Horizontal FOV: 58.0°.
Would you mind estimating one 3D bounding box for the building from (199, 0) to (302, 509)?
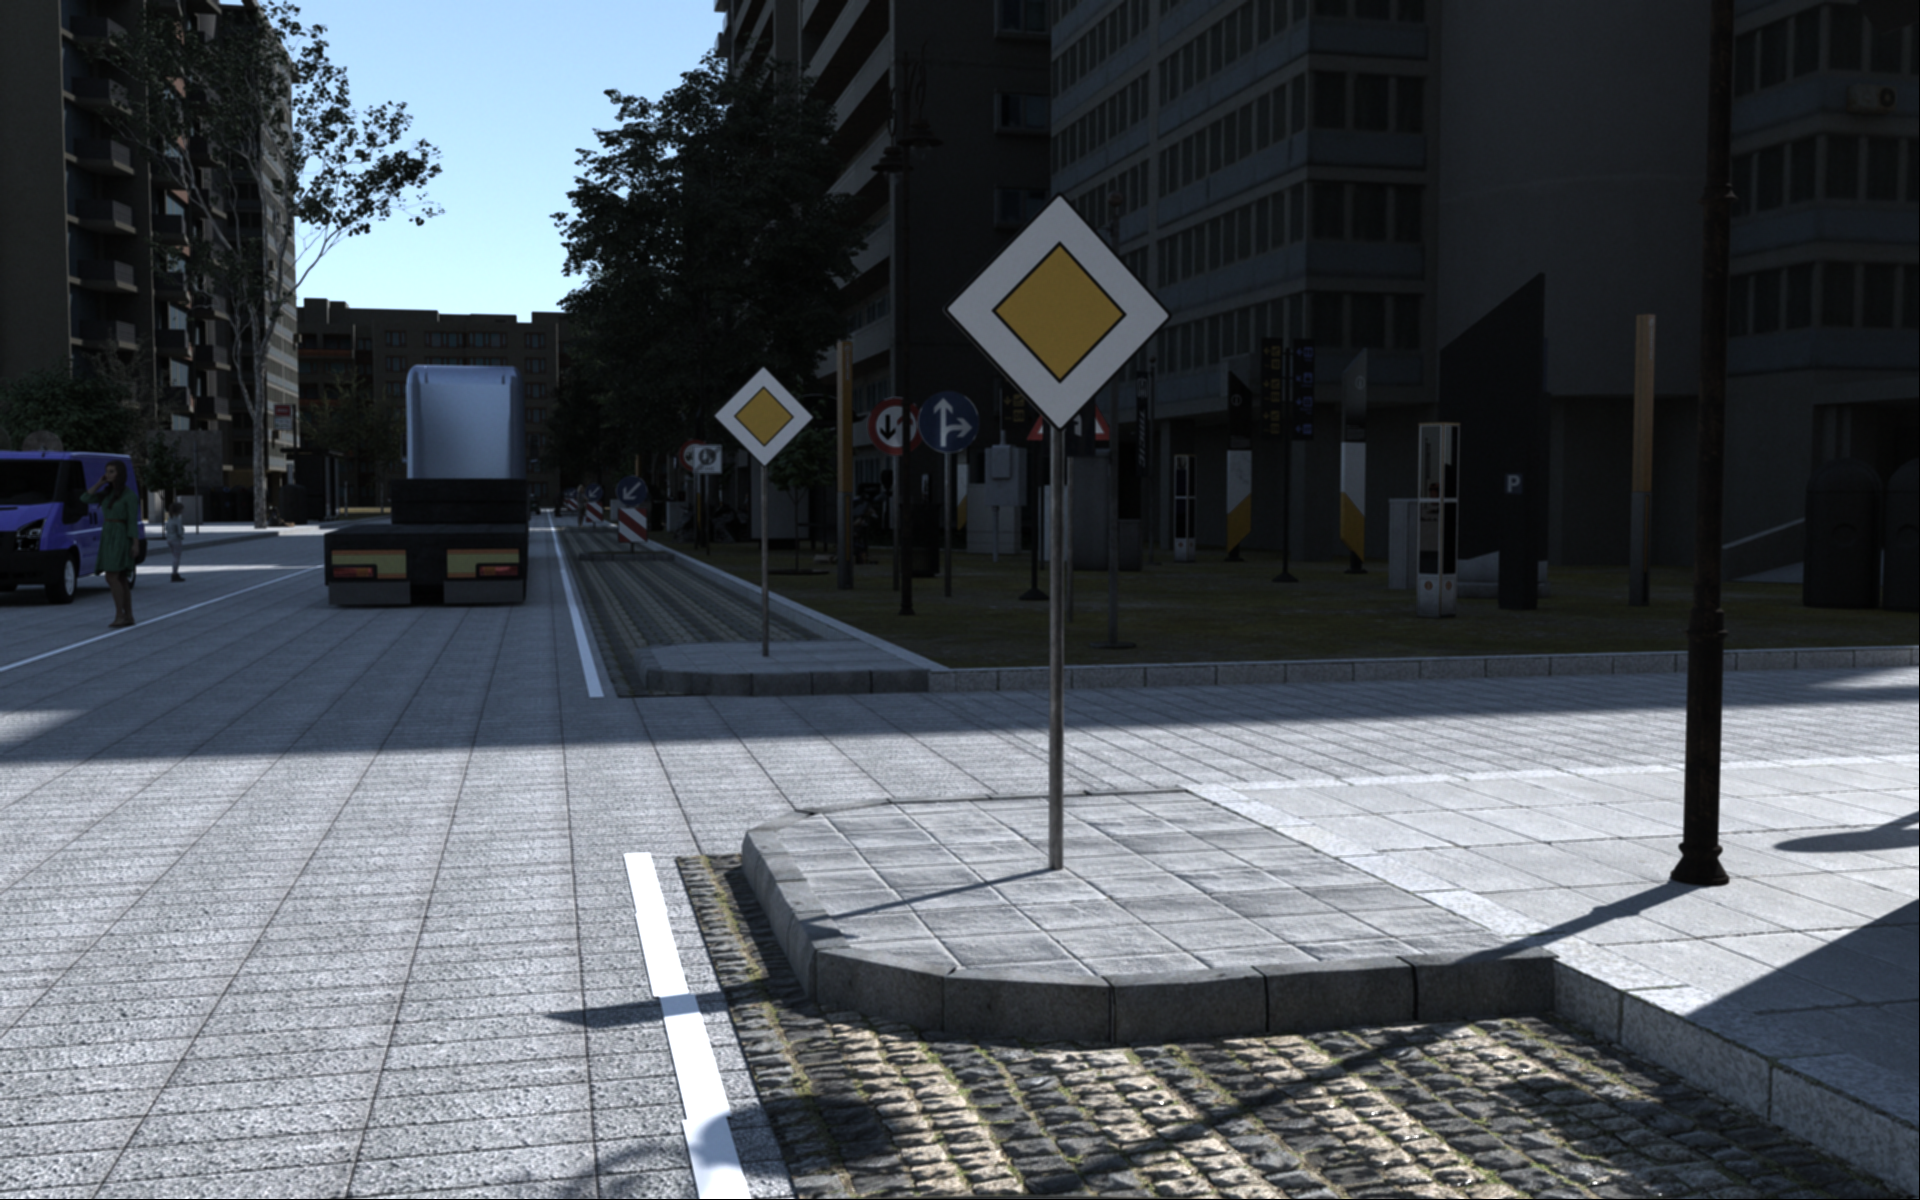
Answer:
[{"bbox_3d":[-62.608,-26.728,128.885,23.993,40.220,32.217,-1,4,-13],"label":"building"}]

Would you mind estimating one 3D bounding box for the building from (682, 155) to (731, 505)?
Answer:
[{"bbox_3d":[-17.046,-23.134,149.944,14.160,30.474,14.107,-1,4,-13],"label":"building"}]

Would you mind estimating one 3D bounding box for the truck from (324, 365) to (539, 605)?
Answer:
[{"bbox_3d":[-8.949,-2.505,30.708,2.967,4.110,18.799,-1,4,-14],"label":"truck"}]

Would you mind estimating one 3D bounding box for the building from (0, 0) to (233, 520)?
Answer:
[{"bbox_3d":[-52.969,-26.858,93.759,22.147,44.769,28.867,-1,4,-13],"label":"building"}]

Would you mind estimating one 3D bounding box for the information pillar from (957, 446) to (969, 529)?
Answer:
[{"bbox_3d":[0.083,-3.478,48.223,0.183,3.616,0.504,-2,4,-35],"label":"information pillar"}]

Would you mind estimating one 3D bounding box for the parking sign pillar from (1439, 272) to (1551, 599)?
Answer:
[{"bbox_3d":[6.693,-2.034,21.725,1.447,3.967,1.447,3,5,41],"label":"parking sign pillar"}]

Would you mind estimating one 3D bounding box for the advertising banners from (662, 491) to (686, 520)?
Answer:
[{"bbox_3d":[-13.659,-5.440,85.137,2.074,3.025,0.090,-1,4,-10],"label":"advertising banners"}]

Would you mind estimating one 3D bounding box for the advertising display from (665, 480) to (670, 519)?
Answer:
[{"bbox_3d":[-13.399,-4.536,79.381,0.123,1.923,0.974,0,4,-1],"label":"advertising display"}]

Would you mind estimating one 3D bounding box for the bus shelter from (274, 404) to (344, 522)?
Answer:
[{"bbox_3d":[-30.134,-6.269,80.125,2.179,5.291,8.768,-1,4,-14],"label":"bus shelter"}]

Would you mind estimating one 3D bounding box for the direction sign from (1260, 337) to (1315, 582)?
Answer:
[{"bbox_3d":[4.761,-2.034,25.250,0.876,3.537,0.379,-1,4,-20],"label":"direction sign"}]

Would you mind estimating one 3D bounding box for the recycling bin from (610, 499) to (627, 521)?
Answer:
[{"bbox_3d":[-16.080,-4.223,81.599,0.722,1.027,0.722,0,4,-7],"label":"recycling bin"}]

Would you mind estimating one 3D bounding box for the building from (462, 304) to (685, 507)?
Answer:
[{"bbox_3d":[-38.528,-21.101,190.044,28.899,21.520,27.650,-1,4,-13],"label":"building"}]

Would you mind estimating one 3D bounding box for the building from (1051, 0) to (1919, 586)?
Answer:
[{"bbox_3d":[16.048,-21.276,39.742,23.993,40.220,32.217,-1,4,-13],"label":"building"}]

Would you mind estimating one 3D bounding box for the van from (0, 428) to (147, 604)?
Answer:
[{"bbox_3d":[-12.917,-1.204,24.063,2.240,2.365,5.245,-1,4,-13],"label":"van"}]

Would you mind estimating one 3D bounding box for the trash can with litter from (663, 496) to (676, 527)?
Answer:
[{"bbox_3d":[-11.688,-3.459,67.616,1.678,1.210,2.233,3,5,45],"label":"trash can with litter"}]

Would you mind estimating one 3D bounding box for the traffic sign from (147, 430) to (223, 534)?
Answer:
[{"bbox_3d":[-24.632,-3.744,55.083,2.265,3.308,0.079,0,4,-7],"label":"traffic sign"}]

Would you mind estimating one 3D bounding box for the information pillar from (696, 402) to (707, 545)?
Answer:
[{"bbox_3d":[-6.567,-3.211,43.859,0.183,3.616,0.504,1,4,9],"label":"information pillar"}]

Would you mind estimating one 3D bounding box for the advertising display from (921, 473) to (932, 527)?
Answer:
[{"bbox_3d":[-1.018,-2.925,53.044,0.123,1.923,0.974,-1,4,-14],"label":"advertising display"}]

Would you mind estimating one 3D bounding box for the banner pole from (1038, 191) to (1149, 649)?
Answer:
[{"bbox_3d":[1.059,-1.488,14.351,0.863,3.779,0.401,-1,4,-16],"label":"banner pole"}]

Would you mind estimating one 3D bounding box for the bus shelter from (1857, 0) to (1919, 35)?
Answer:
[{"bbox_3d":[4.489,-0.564,3.153,2.014,3.302,5.546,-1,4,-13],"label":"bus shelter"}]

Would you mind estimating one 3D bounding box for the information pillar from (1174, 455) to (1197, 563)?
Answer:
[{"bbox_3d":[4.215,-1.710,32.444,0.304,2.012,0.304,3,4,38],"label":"information pillar"}]

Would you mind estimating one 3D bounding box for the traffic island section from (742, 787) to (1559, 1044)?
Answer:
[{"bbox_3d":[0.347,0.999,5.951,2.009,0.180,2.903,-1,4,-13],"label":"traffic island section"}]

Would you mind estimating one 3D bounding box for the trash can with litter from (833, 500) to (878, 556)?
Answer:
[{"bbox_3d":[-2.077,-1.376,33.887,0.624,1.170,1.055,1,4,20],"label":"trash can with litter"}]

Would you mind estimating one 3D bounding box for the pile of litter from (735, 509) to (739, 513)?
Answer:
[{"bbox_3d":[-7.040,-2.432,53.723,1.176,0.858,1.719,-1,4,-16],"label":"pile of litter"}]

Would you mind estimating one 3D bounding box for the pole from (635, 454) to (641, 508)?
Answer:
[{"bbox_3d":[-11.612,-4.203,62.566,0.158,3.312,0.155,0,3,0],"label":"pole"}]

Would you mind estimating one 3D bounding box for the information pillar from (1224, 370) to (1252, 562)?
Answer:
[{"bbox_3d":[5.297,-2.542,32.917,0.504,3.616,0.183,-1,4,-18],"label":"information pillar"}]

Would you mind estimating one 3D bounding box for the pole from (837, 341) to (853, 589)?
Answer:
[{"bbox_3d":[-1.546,-1.800,23.280,0.158,3.312,0.155,0,3,0],"label":"pole"}]

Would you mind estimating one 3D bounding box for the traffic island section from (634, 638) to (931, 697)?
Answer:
[{"bbox_3d":[-1.520,0.524,13.715,2.009,0.180,2.903,-1,4,-13],"label":"traffic island section"}]

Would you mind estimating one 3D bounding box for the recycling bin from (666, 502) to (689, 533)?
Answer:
[{"bbox_3d":[-9.383,-2.759,57.671,0.722,1.027,0.722,-1,4,-14],"label":"recycling bin"}]

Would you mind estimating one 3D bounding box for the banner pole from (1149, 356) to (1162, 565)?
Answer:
[{"bbox_3d":[3.357,-2.523,31.261,0.401,3.779,0.863,2,4,33],"label":"banner pole"}]

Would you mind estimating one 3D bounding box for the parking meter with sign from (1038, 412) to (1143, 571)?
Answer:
[{"bbox_3d":[2.185,-2.001,28.978,1.738,3.016,0.543,1,4,15],"label":"parking meter with sign"}]

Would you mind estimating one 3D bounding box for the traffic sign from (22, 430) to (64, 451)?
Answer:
[{"bbox_3d":[-18.284,-2.107,34.553,0.768,2.556,0.104,-1,4,-12],"label":"traffic sign"}]

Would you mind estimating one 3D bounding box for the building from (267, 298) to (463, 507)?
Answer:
[{"bbox_3d":[-66.836,-20.742,184.177,28.899,21.520,27.650,-1,4,-13],"label":"building"}]

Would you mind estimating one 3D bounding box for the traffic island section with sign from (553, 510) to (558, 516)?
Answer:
[{"bbox_3d":[-25.321,-6.363,112.659,1.989,1.847,2.006,-1,4,-13],"label":"traffic island section with sign"}]

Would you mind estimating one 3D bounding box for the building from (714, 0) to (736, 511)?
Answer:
[{"bbox_3d":[-6.299,-31.160,129.080,23.786,49.044,30.456,-1,4,-13],"label":"building"}]

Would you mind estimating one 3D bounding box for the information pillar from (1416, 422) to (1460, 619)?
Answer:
[{"bbox_3d":[4.952,-0.823,17.951,0.304,2.012,0.304,-3,5,-40],"label":"information pillar"}]

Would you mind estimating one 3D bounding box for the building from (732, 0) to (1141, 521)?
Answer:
[{"bbox_3d":[-1.761,-29.343,103.466,21.300,48.544,21.600,-1,4,-13],"label":"building"}]

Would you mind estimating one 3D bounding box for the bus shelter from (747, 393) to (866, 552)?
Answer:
[{"bbox_3d":[-3.515,-2.663,37.469,2.014,3.302,5.546,-1,4,-14],"label":"bus shelter"}]

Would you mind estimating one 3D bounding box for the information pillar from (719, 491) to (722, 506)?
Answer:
[{"bbox_3d":[-12.260,-5.881,87.506,0.504,3.616,0.183,2,4,27],"label":"information pillar"}]

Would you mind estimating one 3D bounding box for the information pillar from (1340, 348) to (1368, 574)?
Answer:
[{"bbox_3d":[6.329,-2.231,27.826,0.504,3.616,0.183,-2,4,-33],"label":"information pillar"}]

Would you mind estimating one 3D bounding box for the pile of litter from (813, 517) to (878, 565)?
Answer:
[{"bbox_3d":[-2.123,-1.097,31.898,1.176,0.858,1.719,-1,4,-13],"label":"pile of litter"}]

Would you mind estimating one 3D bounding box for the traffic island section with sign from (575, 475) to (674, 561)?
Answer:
[{"bbox_3d":[-7.269,-1.774,37.637,1.989,1.847,2.006,-1,4,-13],"label":"traffic island section with sign"}]

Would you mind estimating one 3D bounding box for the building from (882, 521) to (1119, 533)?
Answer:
[{"bbox_3d":[5.841,-27.096,66.721,21.300,48.544,21.600,-1,4,-13],"label":"building"}]

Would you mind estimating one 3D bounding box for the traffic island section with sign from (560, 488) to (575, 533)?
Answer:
[{"bbox_3d":[-13.773,-3.423,64.599,1.989,1.847,2.006,-1,4,-13],"label":"traffic island section with sign"}]

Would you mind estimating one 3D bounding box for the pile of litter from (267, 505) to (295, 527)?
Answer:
[{"bbox_3d":[-26.733,-3.307,68.031,1.176,0.858,1.719,-1,4,-20],"label":"pile of litter"}]

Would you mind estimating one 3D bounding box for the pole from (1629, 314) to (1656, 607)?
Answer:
[{"bbox_3d":[7.782,-1.584,19.749,0.158,3.312,0.155,0,3,0],"label":"pole"}]

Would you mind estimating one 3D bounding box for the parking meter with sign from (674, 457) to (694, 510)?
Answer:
[{"bbox_3d":[-12.560,-5.223,81.660,1.738,3.016,0.543,-1,4,-22],"label":"parking meter with sign"}]

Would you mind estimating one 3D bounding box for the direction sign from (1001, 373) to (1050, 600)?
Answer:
[{"bbox_3d":[0.905,-1.771,20.957,0.876,3.537,0.379,2,4,25],"label":"direction sign"}]

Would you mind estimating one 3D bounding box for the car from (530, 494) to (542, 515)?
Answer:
[{"bbox_3d":[-30.420,-6.716,121.599,2.131,1.459,4.920,-1,4,-12],"label":"car"}]

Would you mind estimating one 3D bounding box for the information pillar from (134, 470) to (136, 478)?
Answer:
[{"bbox_3d":[-24.841,-2.895,51.826,0.304,2.012,0.304,-1,4,-10],"label":"information pillar"}]
